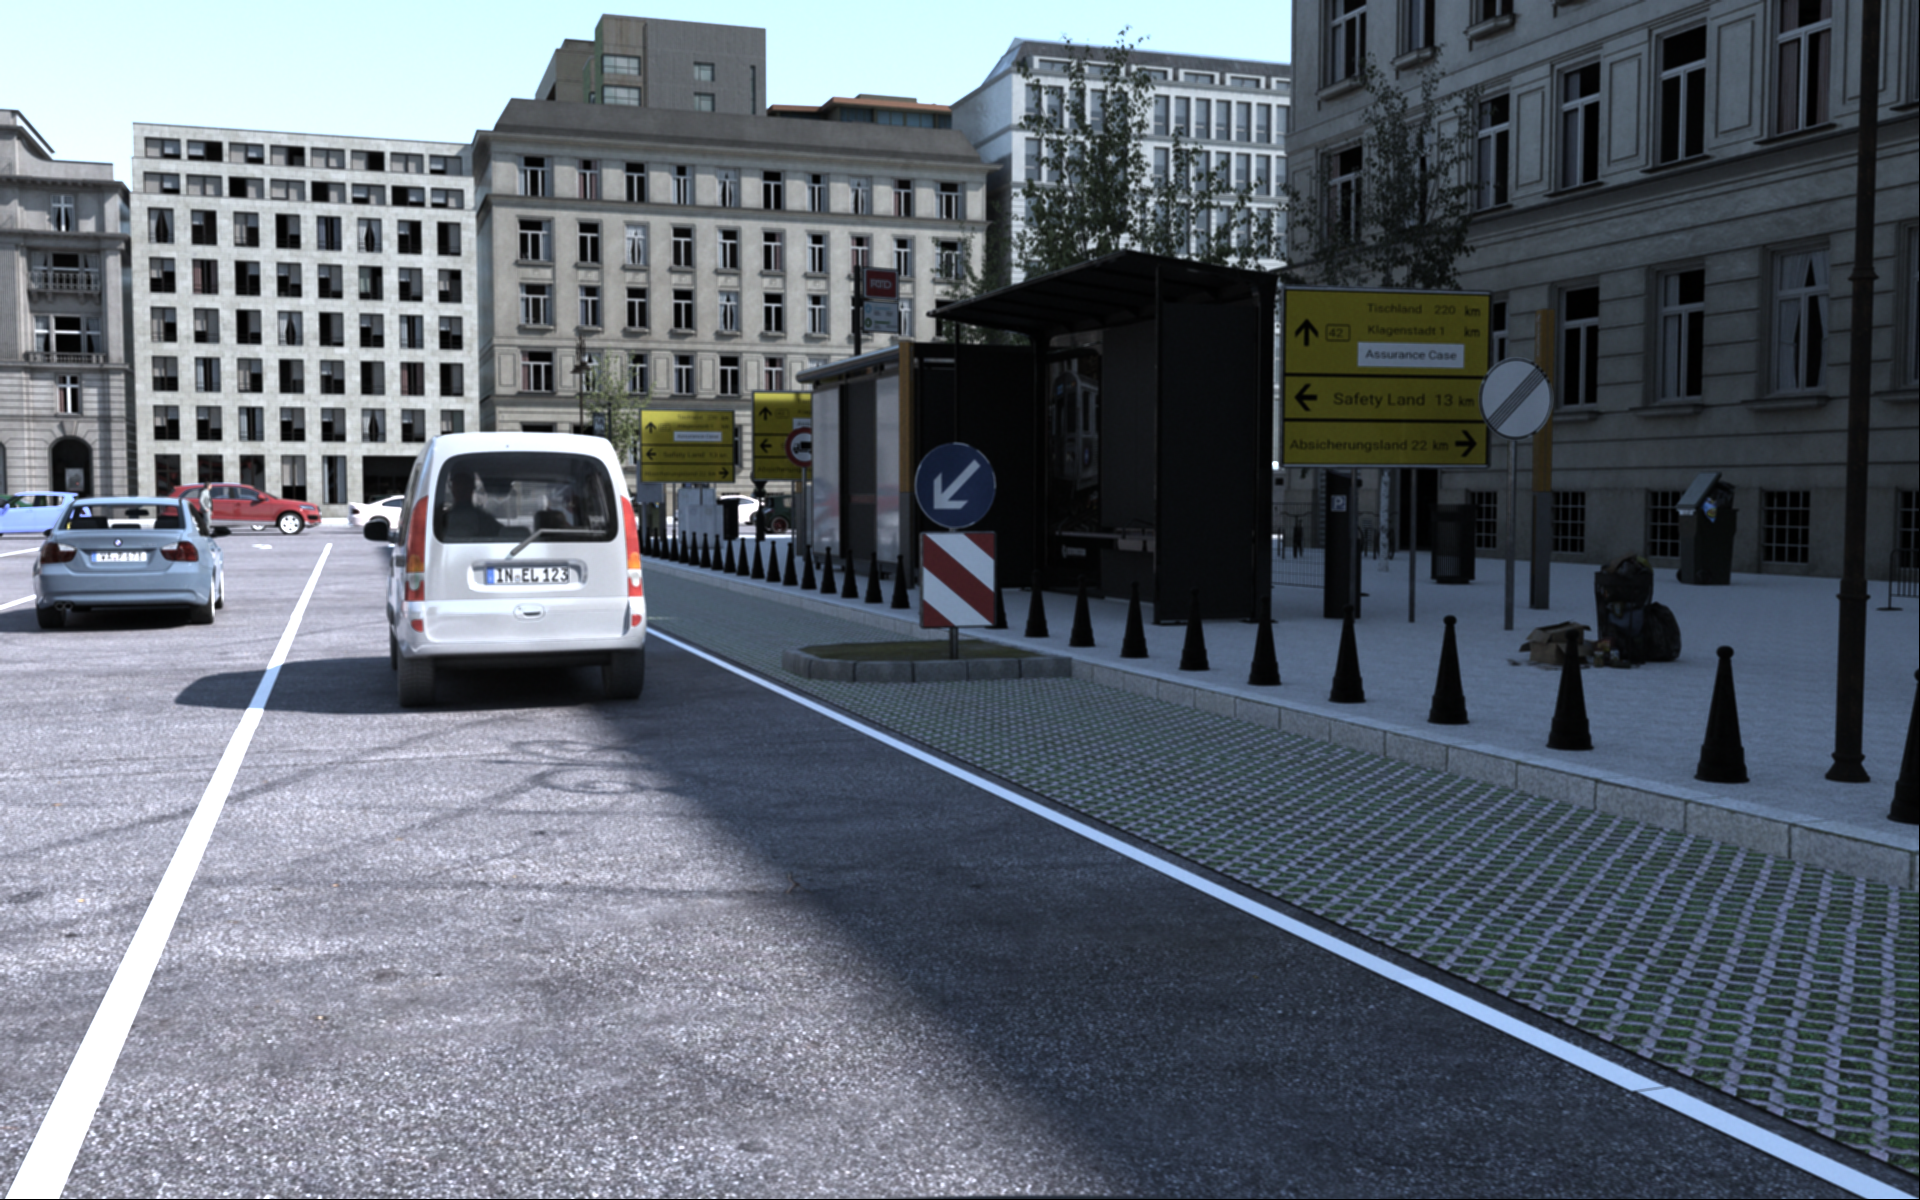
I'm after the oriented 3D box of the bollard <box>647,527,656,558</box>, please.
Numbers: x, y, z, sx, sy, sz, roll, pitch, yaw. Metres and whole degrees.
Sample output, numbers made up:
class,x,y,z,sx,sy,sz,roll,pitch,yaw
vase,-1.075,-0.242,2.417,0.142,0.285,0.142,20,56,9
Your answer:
class,x,y,z,sx,sy,sz,roll,pitch,yaw
bollard,-6.152,-1.164,35.076,0.229,0.601,0.229,0,3,0

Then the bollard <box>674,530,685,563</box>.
class,x,y,z,sx,sy,sz,roll,pitch,yaw
bollard,-5.117,-0.984,32.132,0.229,0.601,0.229,0,3,0

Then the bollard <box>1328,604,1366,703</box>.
class,x,y,z,sx,sy,sz,roll,pitch,yaw
bollard,2.398,0.326,10.709,0.229,0.601,0.229,0,3,0

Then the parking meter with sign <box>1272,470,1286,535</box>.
class,x,y,z,sx,sy,sz,roll,pitch,yaw
parking meter with sign,10.282,-3.587,54.910,1.738,3.016,0.543,3,4,37

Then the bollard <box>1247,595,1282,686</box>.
class,x,y,z,sx,sy,sz,roll,pitch,yaw
bollard,2.056,0.267,11.677,0.229,0.601,0.229,0,3,0

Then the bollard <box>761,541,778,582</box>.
class,x,y,z,sx,sy,sz,roll,pitch,yaw
bollard,-2.727,-0.567,25.318,0.229,0.601,0.229,0,3,0

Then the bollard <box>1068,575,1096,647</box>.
class,x,y,z,sx,sy,sz,roll,pitch,yaw
bollard,1.031,0.088,14.604,0.229,0.601,0.229,0,3,0

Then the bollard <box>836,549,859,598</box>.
class,x,y,z,sx,sy,sz,roll,pitch,yaw
bollard,-1.364,-0.330,21.430,0.229,0.601,0.229,0,3,0

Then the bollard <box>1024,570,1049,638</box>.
class,x,y,z,sx,sy,sz,roll,pitch,yaw
bollard,0.690,0.028,15.576,0.229,0.601,0.229,0,3,0

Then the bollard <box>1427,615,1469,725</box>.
class,x,y,z,sx,sy,sz,roll,pitch,yaw
bollard,2.746,0.386,9.723,0.229,0.601,0.229,0,3,0

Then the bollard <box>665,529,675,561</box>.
class,x,y,z,sx,sy,sz,roll,pitch,yaw
bollard,-5.461,-1.044,33.110,0.229,0.601,0.229,0,3,0

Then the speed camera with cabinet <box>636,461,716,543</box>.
class,x,y,z,sx,sy,sz,roll,pitch,yaw
speed camera with cabinet,-7.458,-3.135,45.590,2.038,3.252,0.660,0,4,-5

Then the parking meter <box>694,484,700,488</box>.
class,x,y,z,sx,sy,sz,roll,pitch,yaw
parking meter,-13.071,-4.941,86.489,0.255,1.863,0.399,3,5,42

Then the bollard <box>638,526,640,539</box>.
class,x,y,z,sx,sy,sz,roll,pitch,yaw
bollard,-6.836,-1.283,37.026,0.229,0.601,0.229,0,3,0

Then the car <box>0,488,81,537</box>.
class,x,y,z,sx,sy,sz,roll,pitch,yaw
car,-30.018,-2.826,55.792,3.694,1.707,1.945,-1,4,-20

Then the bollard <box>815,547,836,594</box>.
class,x,y,z,sx,sy,sz,roll,pitch,yaw
bollard,-1.703,-0.389,22.399,0.229,0.601,0.229,0,3,0

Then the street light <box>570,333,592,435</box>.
class,x,y,z,sx,sy,sz,roll,pitch,yaw
street light,-10.901,-4.717,49.914,0.468,5.910,1.993,-1,4,-19

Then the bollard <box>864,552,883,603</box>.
class,x,y,z,sx,sy,sz,roll,pitch,yaw
bollard,-1.018,-0.269,20.444,0.229,0.601,0.229,0,3,0

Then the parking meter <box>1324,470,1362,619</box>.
class,x,y,z,sx,sy,sz,roll,pitch,yaw
parking meter,3.964,-0.582,17.922,0.372,1.533,0.369,0,3,0

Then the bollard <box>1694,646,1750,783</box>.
class,x,y,z,sx,sy,sz,roll,pitch,yaw
bollard,3.425,0.506,7.770,0.229,0.601,0.229,0,3,0

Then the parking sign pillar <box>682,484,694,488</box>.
class,x,y,z,sx,sy,sz,roll,pitch,yaw
parking sign pillar,-13.891,-6.255,90.745,1.447,3.967,1.447,-1,4,-23

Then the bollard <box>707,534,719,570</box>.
class,x,y,z,sx,sy,sz,roll,pitch,yaw
bollard,-4.092,-0.806,29.215,0.229,0.601,0.229,0,3,0

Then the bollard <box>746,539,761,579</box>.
class,x,y,z,sx,sy,sz,roll,pitch,yaw
bollard,-3.071,-0.627,26.293,0.229,0.601,0.229,0,3,0

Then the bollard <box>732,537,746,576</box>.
class,x,y,z,sx,sy,sz,roll,pitch,yaw
bollard,-3.417,-0.687,27.276,0.229,0.601,0.229,0,3,0

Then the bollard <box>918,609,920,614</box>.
class,x,y,z,sx,sy,sz,roll,pitch,yaw
bollard,-0.332,-0.150,18.494,0.229,0.601,0.229,0,3,0

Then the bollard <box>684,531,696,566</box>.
class,x,y,z,sx,sy,sz,roll,pitch,yaw
bollard,-4.780,-0.925,31.162,0.229,0.601,0.229,0,3,0

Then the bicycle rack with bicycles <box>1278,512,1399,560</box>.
class,x,y,z,sx,sy,sz,roll,pitch,yaw
bicycle rack with bicycles,7.519,-1.324,35.023,2.852,0.926,2.925,1,4,9

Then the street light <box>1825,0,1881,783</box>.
class,x,y,z,sx,sy,sz,roll,pitch,yaw
street light,3.986,-2.129,7.600,0.468,5.910,1.993,-1,4,-19

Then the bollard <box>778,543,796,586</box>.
class,x,y,z,sx,sy,sz,roll,pitch,yaw
bollard,-2.386,-0.508,24.339,0.229,0.601,0.229,0,3,0

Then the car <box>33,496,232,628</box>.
class,x,y,z,sx,sy,sz,roll,pitch,yaw
car,-9.510,-0.489,19.992,2.014,1.417,4.499,-1,4,-21

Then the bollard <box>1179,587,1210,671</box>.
class,x,y,z,sx,sy,sz,roll,pitch,yaw
bollard,1.714,0.207,12.654,0.229,0.601,0.229,0,3,0

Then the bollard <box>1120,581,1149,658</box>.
class,x,y,z,sx,sy,sz,roll,pitch,yaw
bollard,1.374,0.148,13.623,0.229,0.601,0.229,0,3,0

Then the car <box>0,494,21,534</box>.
class,x,y,z,sx,sy,sz,roll,pitch,yaw
car,-35.541,-3.111,62.670,4.920,1.459,2.131,-1,4,-19

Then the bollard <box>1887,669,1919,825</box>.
class,x,y,z,sx,sy,sz,roll,pitch,yaw
bollard,3.772,0.566,6.789,0.229,0.601,0.229,0,3,0

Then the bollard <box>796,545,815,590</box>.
class,x,y,z,sx,sy,sz,roll,pitch,yaw
bollard,-2.042,-0.448,23.369,0.229,0.601,0.229,0,3,0

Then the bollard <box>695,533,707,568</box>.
class,x,y,z,sx,sy,sz,roll,pitch,yaw
bollard,-4.435,-0.865,30.183,0.229,0.601,0.229,0,3,0

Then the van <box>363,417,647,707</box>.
class,x,y,z,sx,sy,sz,roll,pitch,yaw
van,-3.478,-0.378,13.199,2.013,2.044,4.112,-1,4,-19

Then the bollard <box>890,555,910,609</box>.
class,x,y,z,sx,sy,sz,roll,pitch,yaw
bollard,-0.671,-0.209,19.463,0.229,0.601,0.229,0,3,0

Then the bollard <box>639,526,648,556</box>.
class,x,y,z,sx,sy,sz,roll,pitch,yaw
bollard,-6.490,-1.223,36.045,0.229,0.601,0.229,0,3,0

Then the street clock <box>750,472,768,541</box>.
class,x,y,z,sx,sy,sz,roll,pitch,yaw
street clock,-5.462,-2.614,47.315,0.471,2.002,0.358,-3,4,-36

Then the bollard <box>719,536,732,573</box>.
class,x,y,z,sx,sy,sz,roll,pitch,yaw
bollard,-3.753,-0.746,28.246,0.229,0.601,0.229,0,3,0

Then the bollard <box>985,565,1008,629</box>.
class,x,y,z,sx,sy,sz,roll,pitch,yaw
bollard,0.349,-0.031,16.544,0.229,0.601,0.229,0,3,0

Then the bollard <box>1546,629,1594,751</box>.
class,x,y,z,sx,sy,sz,roll,pitch,yaw
bollard,3.087,0.446,8.750,0.229,0.601,0.229,0,3,0

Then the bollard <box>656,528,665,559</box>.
class,x,y,z,sx,sy,sz,roll,pitch,yaw
bollard,-5.804,-1.104,34.085,0.229,0.601,0.229,0,3,0
